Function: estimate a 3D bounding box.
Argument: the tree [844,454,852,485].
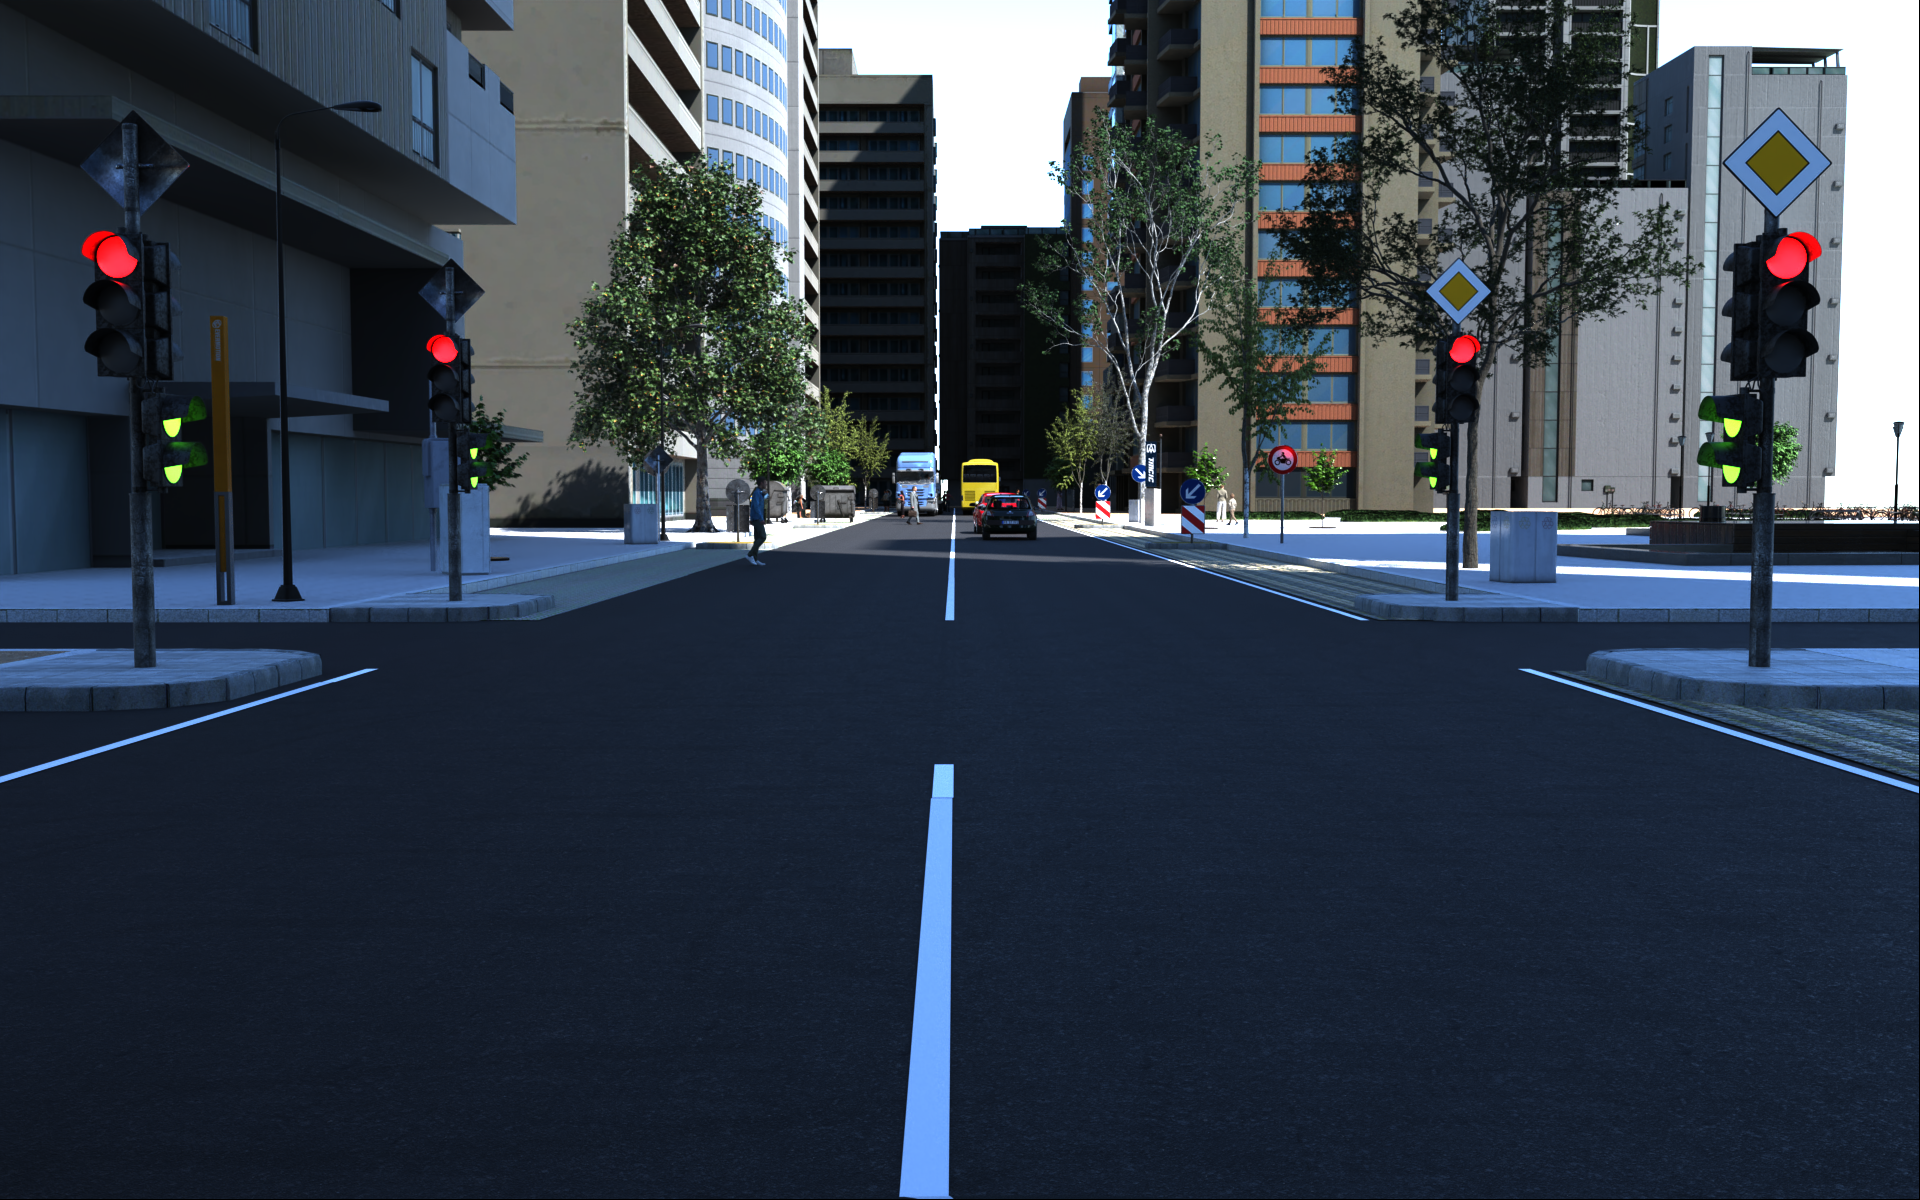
[{"bbox_3d":[-8.542,-7.815,111.483,4.285,4.588,4.351,0,3,0],"label":"tree"}]

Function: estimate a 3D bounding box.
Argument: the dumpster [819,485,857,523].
[{"bbox_3d":[-6.127,-4.778,86.340,1.865,1.857,1.264,0,4,2],"label":"dumpster"}]

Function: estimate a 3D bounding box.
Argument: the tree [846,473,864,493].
[{"bbox_3d":[-9.733,-9.870,155.982,1.663,3.219,1.824,0,3,0],"label":"tree"}]

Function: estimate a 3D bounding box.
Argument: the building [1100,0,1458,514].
[{"bbox_3d":[21.927,-28.613,122.442,22.147,44.769,28.867,0,4,0],"label":"building"}]

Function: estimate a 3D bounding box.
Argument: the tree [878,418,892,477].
[{"bbox_3d":[-8.497,-12.808,159.770,4.737,8.622,4.395,0,3,0],"label":"tree"}]

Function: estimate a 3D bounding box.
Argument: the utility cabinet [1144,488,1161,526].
[{"bbox_3d":[7.638,-3.662,68.547,0.318,1.500,1.173,-1,4,-12],"label":"utility cabinet"}]

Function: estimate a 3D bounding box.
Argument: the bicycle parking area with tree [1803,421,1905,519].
[{"bbox_3d":[38.135,-5.127,70.823,9.016,4.147,8.231,3,5,41],"label":"bicycle parking area with tree"}]

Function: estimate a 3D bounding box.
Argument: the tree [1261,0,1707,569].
[{"bbox_3d":[8.529,-5.810,29.410,7.601,10.594,8.767,-3,4,-38],"label":"tree"}]

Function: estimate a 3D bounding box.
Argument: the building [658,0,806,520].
[{"bbox_3d":[-21.594,-34.699,109.320,21.231,58.520,28.212,0,4,0],"label":"building"}]

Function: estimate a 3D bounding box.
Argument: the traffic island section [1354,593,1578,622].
[{"bbox_3d":[5.951,0.086,20.879,2.009,0.180,2.903,0,4,0],"label":"traffic island section"}]

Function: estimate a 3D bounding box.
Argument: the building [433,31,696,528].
[{"bbox_3d":[-23.250,-27.589,74.779,21.300,48.544,21.600,0,4,0],"label":"building"}]

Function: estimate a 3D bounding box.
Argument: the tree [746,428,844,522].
[{"bbox_3d":[-8.430,-5.847,79.318,4.285,4.588,4.351,0,3,0],"label":"tree"}]

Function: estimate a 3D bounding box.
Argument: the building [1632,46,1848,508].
[{"bbox_3d":[72.115,-29.260,161.998,14.086,41.232,14.154,0,4,0],"label":"building"}]

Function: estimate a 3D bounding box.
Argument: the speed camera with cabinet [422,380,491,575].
[{"bbox_3d":[-8.187,-2.066,28.113,0.660,3.252,2.038,-2,4,-30],"label":"speed camera with cabinet"}]

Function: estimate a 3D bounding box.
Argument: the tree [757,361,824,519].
[{"bbox_3d":[-8.786,-8.498,89.300,4.360,8.622,3.978,0,3,0],"label":"tree"}]

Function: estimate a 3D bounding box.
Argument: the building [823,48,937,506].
[{"bbox_3d":[-13.391,-34.800,192.674,21.600,48.544,21.300,0,4,0],"label":"building"}]

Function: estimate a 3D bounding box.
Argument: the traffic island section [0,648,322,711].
[{"bbox_3d":[-6.068,0.576,12.865,2.009,0.180,2.903,0,4,0],"label":"traffic island section"}]

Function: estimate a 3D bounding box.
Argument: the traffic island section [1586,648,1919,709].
[{"bbox_3d":[5.973,0.574,12.894,2.009,0.180,2.903,0,4,0],"label":"traffic island section"}]

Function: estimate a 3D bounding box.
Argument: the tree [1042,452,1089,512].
[{"bbox_3d":[7.784,-8.825,127.996,4.285,4.588,4.351,0,3,0],"label":"tree"}]

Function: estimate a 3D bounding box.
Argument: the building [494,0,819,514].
[{"bbox_3d":[-22.447,-31.283,135.181,21.300,48.544,21.600,0,4,0],"label":"building"}]

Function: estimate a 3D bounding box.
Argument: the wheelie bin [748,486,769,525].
[{"bbox_3d":[-8.346,-3.921,72.009,0.693,1.594,0.980,1,4,20],"label":"wheelie bin"}]

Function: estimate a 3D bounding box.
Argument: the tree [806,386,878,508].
[{"bbox_3d":[-8.493,-10.166,116.580,4.737,8.622,4.395,0,3,0],"label":"tree"}]

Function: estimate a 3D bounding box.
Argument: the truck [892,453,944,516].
[{"bbox_3d":[-2.631,-7.843,117.996,2.967,4.110,18.799,0,4,1],"label":"truck"}]

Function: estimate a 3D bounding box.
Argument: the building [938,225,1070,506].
[{"bbox_3d":[4.618,-25.527,189.070,14.107,30.474,14.160,0,4,0],"label":"building"}]

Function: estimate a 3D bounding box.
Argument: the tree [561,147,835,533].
[{"bbox_3d":[-8.727,-8.609,57.758,9.611,12.733,9.660,0,3,0],"label":"tree"}]

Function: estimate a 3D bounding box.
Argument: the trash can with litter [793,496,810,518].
[{"bbox_3d":[-8.292,-4.927,91.936,0.624,1.170,1.055,3,5,41],"label":"trash can with litter"}]

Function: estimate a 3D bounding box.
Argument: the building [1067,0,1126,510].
[{"bbox_3d":[21.679,-51.277,151.045,22.319,86.520,31.000,0,4,0],"label":"building"}]

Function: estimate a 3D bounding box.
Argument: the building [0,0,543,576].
[{"bbox_3d":[-25.502,-27.300,35.597,28.713,52.752,27.495,0,4,0],"label":"building"}]

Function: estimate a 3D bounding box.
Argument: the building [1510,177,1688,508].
[{"bbox_3d":[57.849,-23.842,161.521,14.107,30.474,14.160,0,4,0],"label":"building"}]

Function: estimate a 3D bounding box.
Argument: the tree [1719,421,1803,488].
[{"bbox_3d":[31.066,-5.127,67.547,4.285,4.588,4.351,0,3,0],"label":"tree"}]

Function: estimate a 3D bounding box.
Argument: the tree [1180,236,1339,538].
[{"bbox_3d":[8.564,-6.102,50.132,4.737,8.622,4.395,0,3,0],"label":"tree"}]

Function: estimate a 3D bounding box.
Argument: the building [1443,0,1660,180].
[{"bbox_3d":[65.958,-46.068,191.456,20.611,71.187,20.563,0,4,0],"label":"building"}]

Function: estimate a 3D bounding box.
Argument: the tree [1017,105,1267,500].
[{"bbox_3d":[8.724,-13.938,83.777,12.611,20.169,13.585,0,3,0],"label":"tree"}]

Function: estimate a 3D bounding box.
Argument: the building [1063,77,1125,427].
[{"bbox_3d":[18.769,-32.989,189.483,14.200,45.320,14.600,0,4,0],"label":"building"}]

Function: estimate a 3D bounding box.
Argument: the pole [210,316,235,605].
[{"bbox_3d":[-8.499,-1.597,19.958,0.158,3.312,0.155,0,3,0],"label":"pole"}]

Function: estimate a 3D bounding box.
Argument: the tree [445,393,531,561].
[{"bbox_3d":[-9.125,-2.377,33.466,1.663,3.219,1.824,0,3,0],"label":"tree"}]

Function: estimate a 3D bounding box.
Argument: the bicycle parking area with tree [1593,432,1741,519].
[{"bbox_3d":[35.064,-5.876,83.083,9.016,4.147,8.231,1,4,22],"label":"bicycle parking area with tree"}]

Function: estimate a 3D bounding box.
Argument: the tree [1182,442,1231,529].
[{"bbox_3d":[9.141,-4.231,63.784,1.663,3.219,1.824,0,3,0],"label":"tree"}]

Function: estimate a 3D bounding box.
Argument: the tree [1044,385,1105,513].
[{"bbox_3d":[8.013,-10.136,116.090,4.737,8.622,4.395,0,3,0],"label":"tree"}]

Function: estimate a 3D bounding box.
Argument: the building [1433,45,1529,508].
[{"bbox_3d":[43.460,-29.213,161.219,14.086,41.232,14.154,0,4,0],"label":"building"}]

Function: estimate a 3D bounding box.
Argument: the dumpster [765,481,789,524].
[{"bbox_3d":[-8.180,-4.273,75.620,1.264,1.857,1.865,0,3,0],"label":"dumpster"}]

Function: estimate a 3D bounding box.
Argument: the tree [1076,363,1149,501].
[{"bbox_3d":[8.428,-9.056,98.426,4.360,8.622,3.978,0,3,0],"label":"tree"}]

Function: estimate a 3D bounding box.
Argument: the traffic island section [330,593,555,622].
[{"bbox_3d":[-6.091,0.087,20.850,2.009,0.180,2.903,0,4,0],"label":"traffic island section"}]
